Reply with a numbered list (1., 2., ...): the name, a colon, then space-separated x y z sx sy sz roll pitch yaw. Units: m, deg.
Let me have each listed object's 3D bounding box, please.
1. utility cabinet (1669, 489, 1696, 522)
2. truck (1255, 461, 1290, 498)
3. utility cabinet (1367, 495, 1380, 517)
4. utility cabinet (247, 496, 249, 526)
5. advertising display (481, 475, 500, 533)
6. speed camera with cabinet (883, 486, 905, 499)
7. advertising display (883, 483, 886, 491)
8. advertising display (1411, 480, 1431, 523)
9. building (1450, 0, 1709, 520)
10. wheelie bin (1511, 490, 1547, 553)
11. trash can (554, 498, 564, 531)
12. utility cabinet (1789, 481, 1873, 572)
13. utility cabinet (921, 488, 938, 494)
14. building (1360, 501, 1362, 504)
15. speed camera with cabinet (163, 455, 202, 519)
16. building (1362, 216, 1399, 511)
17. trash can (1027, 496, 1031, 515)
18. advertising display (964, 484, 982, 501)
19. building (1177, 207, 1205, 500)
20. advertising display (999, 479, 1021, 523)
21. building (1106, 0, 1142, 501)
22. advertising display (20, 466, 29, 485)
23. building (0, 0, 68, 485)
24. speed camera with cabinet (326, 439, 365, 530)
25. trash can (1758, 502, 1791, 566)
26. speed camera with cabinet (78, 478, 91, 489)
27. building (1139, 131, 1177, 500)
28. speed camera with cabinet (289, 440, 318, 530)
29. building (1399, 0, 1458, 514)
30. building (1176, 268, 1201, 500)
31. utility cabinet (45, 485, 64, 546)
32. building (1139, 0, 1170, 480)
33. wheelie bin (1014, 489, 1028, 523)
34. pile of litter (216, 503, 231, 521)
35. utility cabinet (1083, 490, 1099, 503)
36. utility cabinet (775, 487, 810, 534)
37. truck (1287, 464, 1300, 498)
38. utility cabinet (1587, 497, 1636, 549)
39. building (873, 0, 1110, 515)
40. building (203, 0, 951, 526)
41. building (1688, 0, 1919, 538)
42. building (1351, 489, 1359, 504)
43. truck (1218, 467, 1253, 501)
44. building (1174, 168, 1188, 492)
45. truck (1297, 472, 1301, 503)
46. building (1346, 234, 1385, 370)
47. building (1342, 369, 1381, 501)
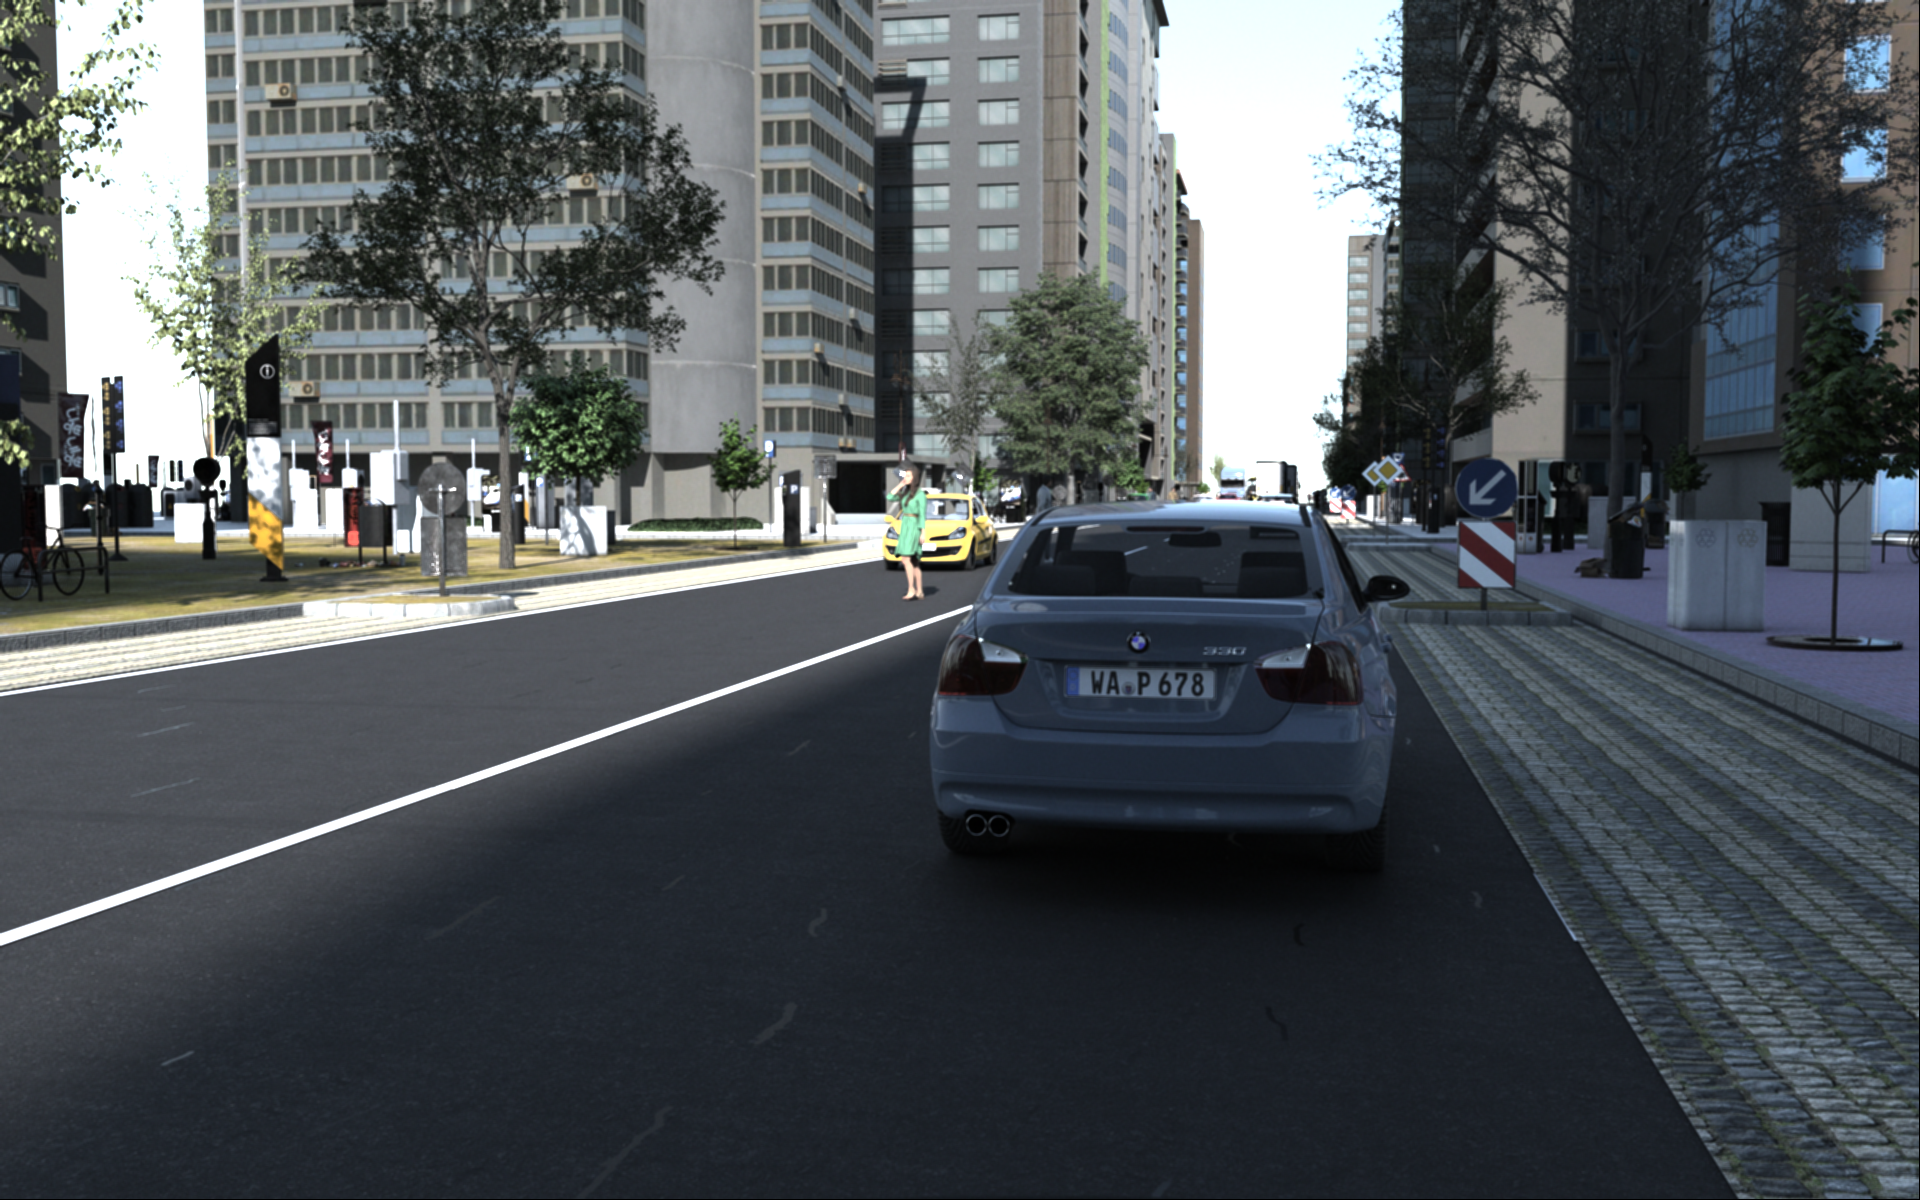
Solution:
1. utility cabinet: 27.103 -3.441 64.935 1.173 1.500 0.318 -2 4 -32
2. truck: 27.214 -9.906 150.880 2.839 4.237 11.283 1 4 12
3. utility cabinet: 23.342 -5.271 97.341 0.306 1.237 1.020 -3 4 -36
4. utility cabinet: -28.755 -3.649 70.827 0.306 1.237 1.020 0 4 5
5. advertising display: -15.436 -3.209 57.682 0.974 1.923 0.123 -1 4 -23
6. speed camera with cabinet: -3.737 -6.044 93.150 2.038 3.252 0.660 1 4 23
7. advertising display: -4.190 -5.921 102.024 0.974 1.923 0.123 0 4 4
8. advertising display: 20.538 -4.399 77.134 0.974 1.923 0.123 -2 4 -24
9. building: 35.001 -27.922 80.233 21.300 48.544 21.600 1 4 11
10. wheelie bin: 12.445 -1.837 37.945 0.693 1.594 0.980 0 4 7
11. trash can: -13.906 -3.018 60.995 0.748 1.137 0.748 0 3 0
12. utility cabinet: 14.374 -1.218 28.587 1.173 1.500 0.318 3 5 45
13. utility cabinet: -1.439 -3.494 65.807 1.173 1.500 0.318 0 4 -3
14. building: 59.427 -29.959 181.714 32.217 40.220 23.993 1 4 11
15. speed camera with cabinet: -39.327 -5.703 87.587 2.038 3.252 0.660 1 4 22
16. building: 54.249 -28.529 158.324 32.217 40.220 23.993 1 4 11
17. trash can: 3.904 -5.700 104.853 0.748 1.137 0.748 0 3 0
18. advertising display: 0.572 -4.286 75.287 0.974 1.923 0.123 3 5 44
19. building: 31.324 -38.180 274.356 14.600 45.320 14.200 1 4 11
20. advertising display: 2.186 -4.306 75.625 0.974 1.923 0.123 -1 4 -15
21. building: 3.226 -36.807 143.786 21.231 58.520 28.212 1 4 11
22. advertising display: -17.468 -1.623 31.757 0.123 1.923 0.974 1 4 13
23. building: -55.989 -27.640 75.620 21.600 48.544 21.300 1 4 11
24. speed camera with cabinet: -22.001 -4.140 62.029 0.660 3.252 2.038 0 4 4
25. trash can: 14.631 -1.177 30.898 0.748 1.137 0.748 0 3 0
26. speed camera with cabinet: -49.479 -6.314 97.562 0.660 3.252 2.038 -1 4 -13
27. building: 16.351 -31.079 191.733 14.154 41.232 14.086 1 4 11
28. speed camera with cabinet: -23.820 -4.191 62.853 0.660 3.252 2.038 -2 4 -31
29. building: 36.645 -26.463 116.259 14.154 41.232 14.086 1 4 11
30. building: 19.477 -34.551 256.787 32.217 40.220 23.993 1 4 11
31. utility cabinet: -22.579 -2.055 42.276 1.173 1.500 0.318 -1 4 -14
32. building: 5.450 -35.666 172.369 28.713 52.752 27.495 1 4 11
33. wheelie bin: 2.611 -4.237 77.177 0.693 1.594 0.980 1 4 15
34. pile of litter: -35.105 -4.169 82.126 1.176 0.858 1.719 2 4 31
35. utility cabinet: 7.881 -5.833 104.053 0.318 1.500 1.173 3 5 44
36. utility cabinet: -5.313 -2.819 54.770 1.173 1.500 0.318 2 4 34
37. truck: 31.724 -11.054 169.639 2.839 4.237 11.283 1 4 12
38. utility cabinet: 15.136 -1.778 40.236 1.020 1.237 0.306 2 4 24
39. building: 1.898 -26.204 112.033 14.154 41.232 14.086 1 4 11
40. building: -17.321 -23.754 80.257 32.217 40.220 23.993 1 4 11
41. building: 32.351 -24.723 54.330 14.200 45.320 14.600 1 4 11
42. building: 67.543 -32.537 223.867 32.217 40.220 23.993 1 4 11
43. truck: 28.966 -11.689 180.876 2.967 4.110 18.799 1 4 12
44. building: 18.498 -35.142 229.195 22.147 44.769 28.867 1 4 11
45. truck: 42.256 -14.271 222.250 2.839 4.237 11.283 1 4 12
46. building: 67.924 -36.042 272.880 14.154 41.232 14.086 1 4 11
47. building: 69.856 -24.844 251.243 27.650 21.520 28.899 1 4 11
